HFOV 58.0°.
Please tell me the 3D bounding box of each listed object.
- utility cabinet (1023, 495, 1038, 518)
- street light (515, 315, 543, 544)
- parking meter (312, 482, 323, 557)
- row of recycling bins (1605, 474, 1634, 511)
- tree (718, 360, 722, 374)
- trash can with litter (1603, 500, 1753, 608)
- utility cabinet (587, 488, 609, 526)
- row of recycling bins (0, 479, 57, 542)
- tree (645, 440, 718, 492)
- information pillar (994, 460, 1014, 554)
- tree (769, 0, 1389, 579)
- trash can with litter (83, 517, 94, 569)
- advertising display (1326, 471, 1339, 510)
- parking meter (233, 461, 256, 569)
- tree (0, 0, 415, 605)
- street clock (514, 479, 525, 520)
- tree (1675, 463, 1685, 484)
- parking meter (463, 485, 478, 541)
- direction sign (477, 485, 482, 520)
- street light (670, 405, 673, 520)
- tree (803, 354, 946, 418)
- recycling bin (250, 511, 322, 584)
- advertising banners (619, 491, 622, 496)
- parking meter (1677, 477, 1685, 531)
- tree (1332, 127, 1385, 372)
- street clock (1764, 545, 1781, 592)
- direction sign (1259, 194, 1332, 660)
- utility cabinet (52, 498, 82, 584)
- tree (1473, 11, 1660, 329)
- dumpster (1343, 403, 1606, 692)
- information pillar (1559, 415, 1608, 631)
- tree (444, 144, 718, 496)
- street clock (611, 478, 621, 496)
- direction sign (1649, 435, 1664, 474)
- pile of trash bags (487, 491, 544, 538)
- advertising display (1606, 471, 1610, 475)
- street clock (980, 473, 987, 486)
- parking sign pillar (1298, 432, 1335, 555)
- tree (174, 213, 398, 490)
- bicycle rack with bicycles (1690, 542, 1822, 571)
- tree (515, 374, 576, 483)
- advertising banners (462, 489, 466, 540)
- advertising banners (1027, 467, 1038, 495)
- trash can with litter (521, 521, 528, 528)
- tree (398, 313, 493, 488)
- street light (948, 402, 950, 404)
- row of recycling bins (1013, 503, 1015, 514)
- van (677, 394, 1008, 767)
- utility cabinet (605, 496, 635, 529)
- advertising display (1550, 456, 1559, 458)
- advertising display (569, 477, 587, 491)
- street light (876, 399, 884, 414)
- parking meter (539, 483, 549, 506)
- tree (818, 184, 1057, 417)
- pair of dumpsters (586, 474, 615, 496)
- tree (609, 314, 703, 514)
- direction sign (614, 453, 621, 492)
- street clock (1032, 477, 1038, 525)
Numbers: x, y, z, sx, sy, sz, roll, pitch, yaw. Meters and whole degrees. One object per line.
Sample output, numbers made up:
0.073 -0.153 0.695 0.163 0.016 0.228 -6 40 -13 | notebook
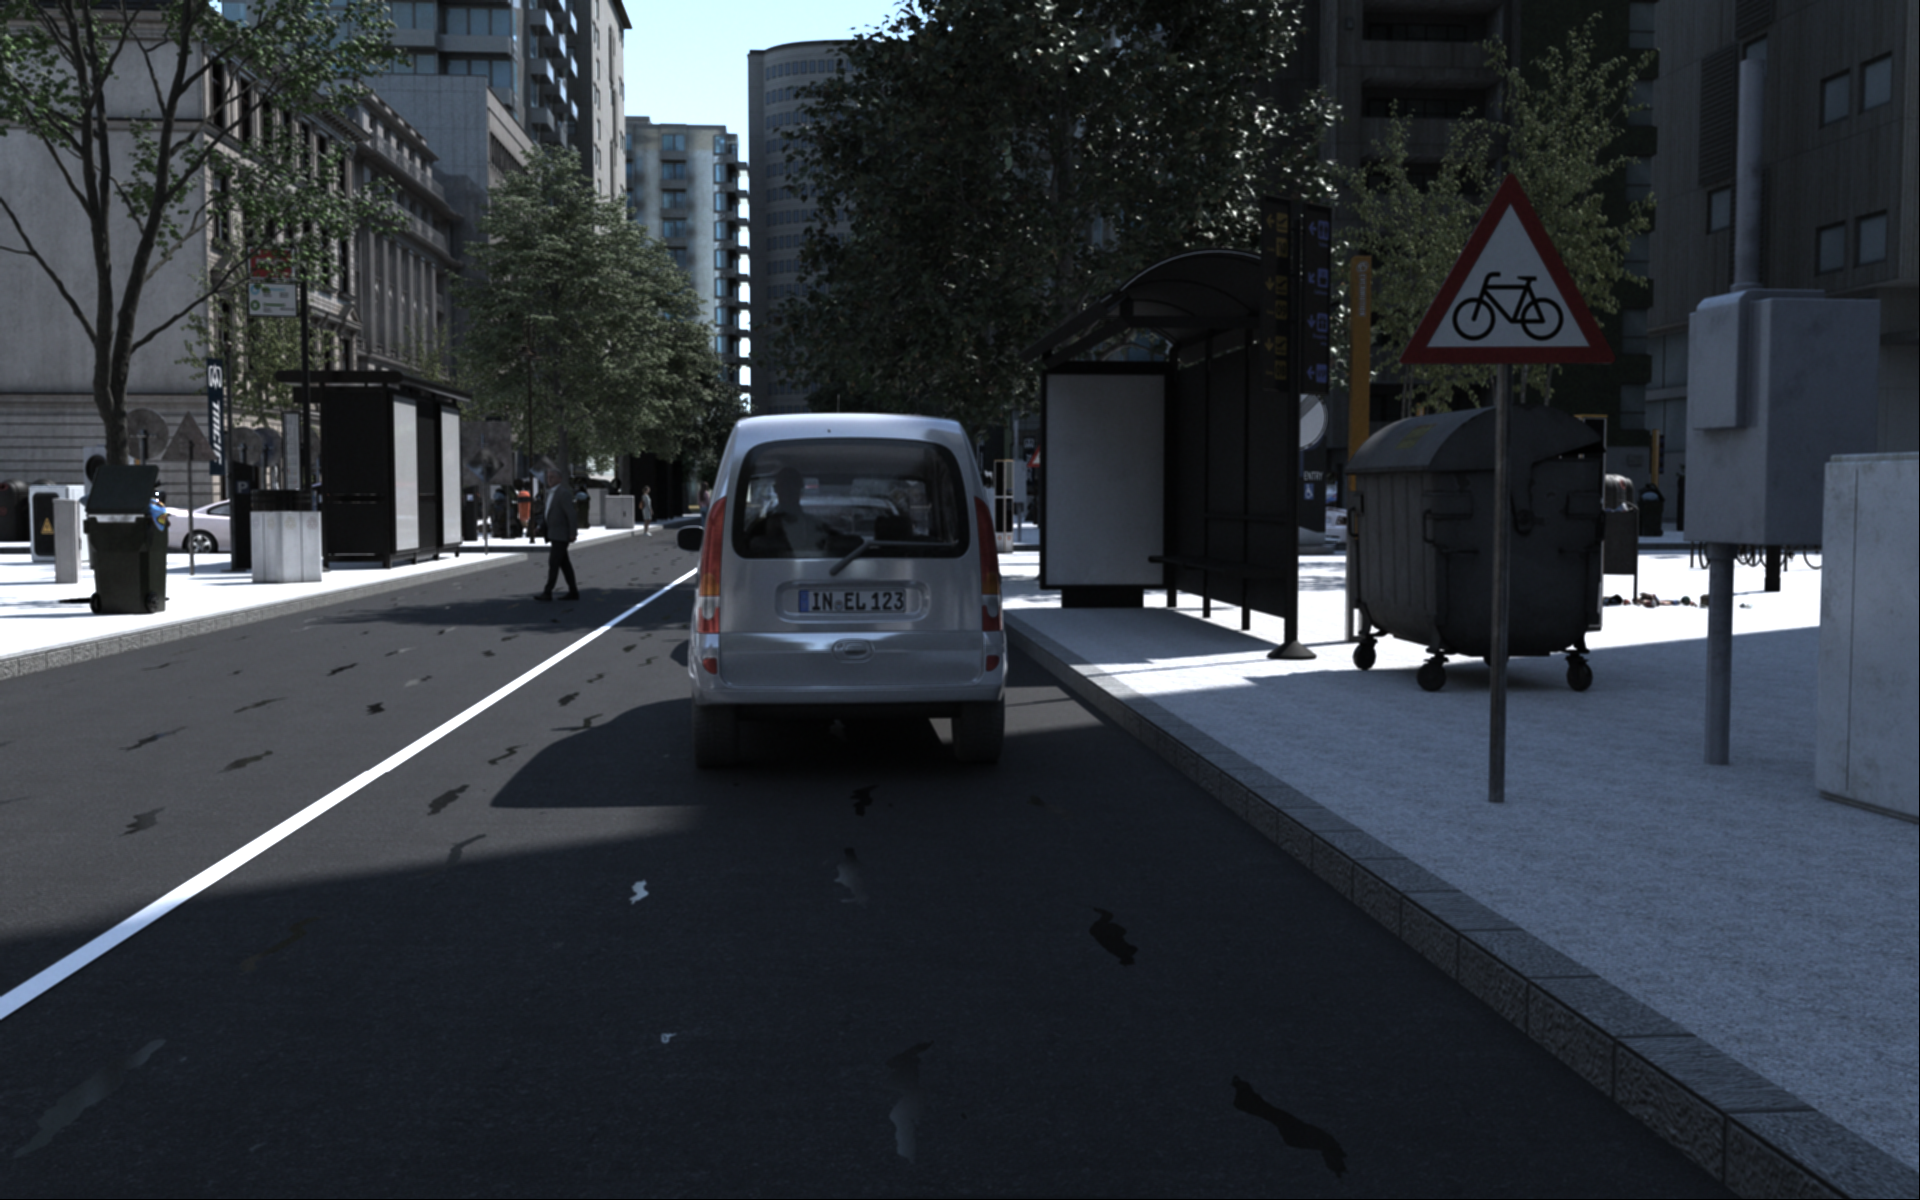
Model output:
3.849 -5.085 94.302 0.306 1.237 1.020 3 4 38 | utility cabinet
-11.097 -4.402 44.760 0.468 5.910 1.993 0 4 -5 | street light
-13.123 -1.650 35.389 0.372 1.533 0.369 0 3 0 | parking meter
13.084 -1.726 35.338 1.069 1.692 3.534 2 4 27 | row of recycling bins
-13.512 -9.414 72.039 7.486 12.596 7.792 0 3 0 | tree
7.899 -0.543 19.944 2.233 1.210 1.678 3 4 38 | trash can with litter
-15.124 -3.848 71.592 1.173 1.500 0.318 -2 4 -29 | utility cabinet
-26.107 -2.435 46.926 3.534 1.692 1.069 0 4 3 | row of recycling bins
-16.968 -7.138 100.420 4.285 4.588 4.351 0 3 0 | tree
0.945 -2.010 37.353 0.304 2.012 0.304 3 5 40 | information pillar
1.531 -6.660 25.896 9.611 12.733 9.660 0 3 0 | tree
-14.383 -1.112 29.571 1.055 1.170 0.624 1 4 9 | trash can with litter
10.091 -2.641 48.387 0.974 1.923 0.123 2 4 24 | advertising display
-12.321 -1.471 29.759 0.399 1.863 0.255 -2 4 -31 | parking meter
-9.900 -5.773 20.139 9.928 11.665 9.643 0 3 0 | tree
-20.845 -4.732 81.940 0.471 2.002 0.358 0 4 7 | street clock
26.094 -4.043 60.706 1.663 3.219 1.824 0 3 0 | tree
-13.340 -2.370 47.165 0.372 1.533 0.369 0 3 0 | parking meter
-23.509 -5.651 84.396 0.379 3.537 0.876 3 4 39 | direction sign
-14.547 -6.991 87.090 0.468 5.910 1.993 0 4 -5 | street light
-4.591 -11.619 96.627 9.857 13.997 8.962 0 3 0 | tree
-9.780 -0.770 25.150 0.722 1.027 0.722 2 4 35 | recycling bin
-18.116 -5.924 93.051 0.090 3.025 2.074 -2 4 -29 | advertising banners
25.072 -3.328 60.124 0.255 1.863 0.399 1 4 9 | parking meter
8.903 -5.059 33.085 4.737 8.622 4.395 0 3 0 | tree
10.730 -1.116 22.815 0.358 2.002 0.471 2 4 26 | street clock
2.600 -1.313 13.464 0.876 3.537 0.379 -3 5 -43 | direction sign
-12.952 -0.856 25.164 0.306 1.237 1.020 -1 4 -23 | utility cabinet
8.997 -4.706 27.307 4.737 8.622 4.395 0 3 0 | tree
3.515 -0.377 11.927 1.264 1.857 1.865 0 4 -5 | dumpster
5.829 -0.719 16.256 0.304 2.012 0.304 -1 4 -22 | information pillar
-13.522 -8.504 57.163 7.486 12.596 7.792 0 3 0 | tree
-15.858 -4.609 79.931 0.471 2.002 0.358 -1 4 -11 | street clock
26.645 -4.563 66.602 0.876 3.537 0.379 -1 4 -12 | direction sign
-13.191 -2.597 52.218 1.912 1.369 3.447 -1 4 -13 | pile of trash bags
18.163 -2.709 49.499 0.123 1.923 0.974 -1 4 -22 | advertising display
0.693 -3.385 59.921 0.358 2.002 0.471 -3 5 -41 | street clock
7.299 -2.971 37.045 1.447 3.967 1.447 -3 5 -44 | parking sign pillar
-18.085 -5.810 45.357 4.737 8.622 4.395 0 3 0 | tree
13.775 -1.012 29.936 2.925 0.926 2.852 -2 4 -30 | bicycle rack with bicycles
-23.712 -9.189 100.597 4.360 8.622 3.978 0 3 0 | tree
-13.715 -3.118 47.168 0.090 3.025 2.074 0 4 -5 | advertising banners
4.238 -6.552 103.317 2.074 3.025 0.090 -3 4 -37 | advertising banners
-16.600 -3.273 64.906 1.055 1.170 0.624 1 4 13 | trash can with litter
-21.360 -7.397 71.301 4.737 8.622 4.395 0 3 0 | tree
-0.212 -3.879 36.212 0.468 5.910 1.993 0 4 -5 | street light
2.319 -6.330 110.604 1.069 1.692 3.534 -2 4 -34 | row of recycling bins
-0.739 -0.216 10.536 2.013 2.044 4.112 0 4 -6 | van
-12.440 -3.191 63.328 1.020 1.237 0.306 0 4 -3 | utility cabinet
7.772 -1.128 23.660 0.974 1.923 0.123 -1 4 -12 | advertising display
-14.463 -3.648 64.866 0.974 1.923 0.123 -2 4 -32 | advertising display
-3.612 -6.401 77.440 0.468 5.910 1.993 0 4 -5 | street light
-18.774 -4.437 78.257 0.255 1.863 0.399 3 4 37 | parking meter
-0.384 -7.904 54.991 9.928 11.665 9.643 0 3 0 | tree
-17.049 -4.805 81.059 1.574 2.255 4.437 0 4 -5 | pair of dumpsters
-17.691 -11.835 110.512 9.611 12.733 9.660 0 3 0 | tree
-18.778 -6.305 95.079 0.379 3.537 0.876 -2 4 -33 | direction sign
3.170 -4.151 72.443 0.358 2.002 0.471 -1 4 -12 | street clock
